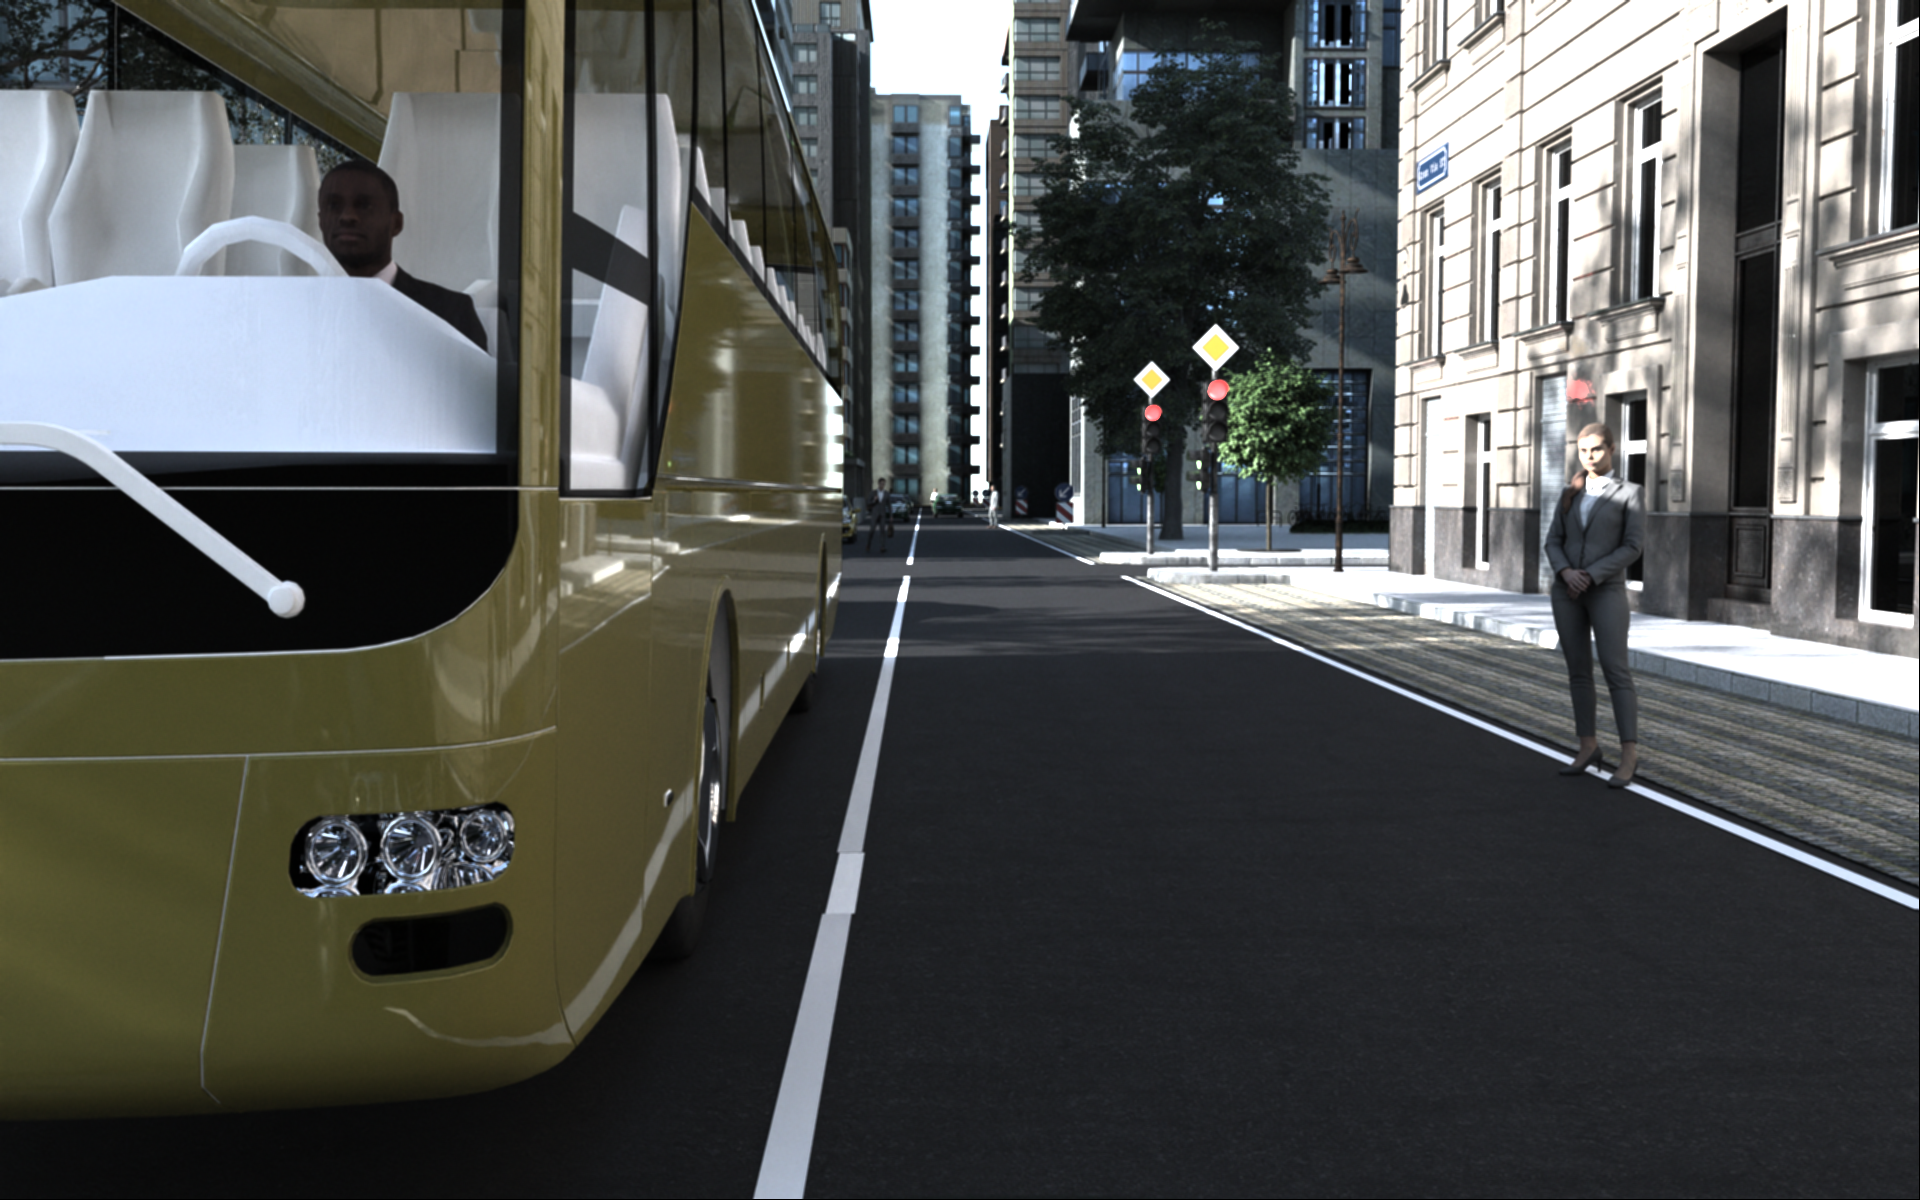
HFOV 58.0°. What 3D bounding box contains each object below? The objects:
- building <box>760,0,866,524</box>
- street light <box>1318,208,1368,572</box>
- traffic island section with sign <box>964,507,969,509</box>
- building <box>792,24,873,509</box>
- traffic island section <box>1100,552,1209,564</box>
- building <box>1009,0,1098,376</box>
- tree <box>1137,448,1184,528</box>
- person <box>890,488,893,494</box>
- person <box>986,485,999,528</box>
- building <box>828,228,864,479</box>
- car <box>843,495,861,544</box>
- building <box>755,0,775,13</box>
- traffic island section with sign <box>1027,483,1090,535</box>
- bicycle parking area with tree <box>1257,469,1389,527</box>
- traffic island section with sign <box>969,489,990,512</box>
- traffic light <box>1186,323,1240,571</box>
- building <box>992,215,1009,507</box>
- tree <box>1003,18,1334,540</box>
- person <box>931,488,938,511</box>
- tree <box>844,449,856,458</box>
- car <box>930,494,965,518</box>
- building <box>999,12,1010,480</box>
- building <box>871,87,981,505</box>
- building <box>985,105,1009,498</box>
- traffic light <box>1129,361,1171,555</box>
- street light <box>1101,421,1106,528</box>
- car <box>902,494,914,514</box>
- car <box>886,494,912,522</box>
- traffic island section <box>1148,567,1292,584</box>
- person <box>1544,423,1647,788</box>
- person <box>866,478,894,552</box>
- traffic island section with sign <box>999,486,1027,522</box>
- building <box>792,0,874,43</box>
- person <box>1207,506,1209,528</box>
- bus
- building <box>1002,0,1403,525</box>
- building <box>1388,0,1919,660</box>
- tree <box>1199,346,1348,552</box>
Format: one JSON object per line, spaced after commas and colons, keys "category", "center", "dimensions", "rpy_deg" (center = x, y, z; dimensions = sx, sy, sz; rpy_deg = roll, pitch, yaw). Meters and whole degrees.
{"category": "building", "center": [-21.114, -24.139, 86.546], "dimensions": [32.217, 40.220, 23.993], "rpy_deg": [0, 4, -1]}
{"category": "street light", "center": [6.234, -3.398, 28.343], "dimensions": [0.468, 5.910, 1.993], "rpy_deg": [0, 4, -1]}
{"category": "traffic island section with sign", "center": [1.366, -9.610, 165.755], "dimensions": [1.989, 1.847, 2.006], "rpy_deg": [0, 4, -1]}
{"category": "building", "center": [-14.770, -28.400, 147.940], "dimensions": [14.154, 41.232, 14.086], "rpy_deg": [0, 4, -1]}
{"category": "traffic island section", "center": [4.063, -0.886, 36.762], "dimensions": [2.009, 0.180, 2.903], "rpy_deg": [0, 4, -1]}
{"category": "building", "center": [11.175, -27.694, 136.387], "dimensions": [14.154, 41.232, 14.086], "rpy_deg": [0, 4, -1]}
{"category": "tree", "center": [7.461, -4.331, 65.412], "dimensions": [1.663, 3.219, 1.824], "rpy_deg": [0, 3, 0]}
{"category": "person", "center": [-4.845, -6.881, 121.013], "dimensions": [0.705, 1.824, 1.348], "rpy_deg": [-3, 4, -38]}
{"category": "person", "center": [1.427, -3.929, 72.847], "dimensions": [0.391, 1.810, 0.635], "rpy_deg": [-2, 4, -30]}
{"category": "building", "center": [-21.426, -17.229, 126.732], "dimensions": [27.650, 21.520, 28.899], "rpy_deg": [0, 4, -1]}
{"category": "car", "center": [-3.927, -2.513, 51.318], "dimensions": [2.015, 1.641, 3.980], "rpy_deg": [0, 4, -2]}
{"category": "building", "center": [-17.174, -26.307, 49.725], "dimensions": [23.786, 49.044, 30.456], "rpy_deg": [0, 4, -1]}
{"category": "traffic island section with sign", "center": [3.545, -3.240, 61.603], "dimensions": [1.989, 1.847, 2.006], "rpy_deg": [0, 4, -1]}
{"category": "bicycle parking area with tree", "center": [16.186, -4.892, 66.985], "dimensions": [8.231, 4.147, 9.016], "rpy_deg": [0, 4, -7]}
{"category": "traffic island section with sign", "center": [1.942, -7.943, 138.495], "dimensions": [1.989, 1.847, 2.006], "rpy_deg": [0, 4, -1]}
{"category": "traffic light", "center": [4.189, -2.431, 28.664], "dimensions": [0.839, 4.253, 0.868], "rpy_deg": [0, 4, -1]}
{"category": "building", "center": [10.316, -25.032, 180.968], "dimensions": [14.160, 30.474, 14.107], "rpy_deg": [0, 4, -1]}
{"category": "tree", "center": [5.970, -8.670, 48.410], "dimensions": [9.857, 13.997, 8.962], "rpy_deg": [0, 3, 0]}
{"category": "person", "center": [-1.559, -6.265, 111.166], "dimensions": [0.478, 1.798, 0.641], "rpy_deg": [3, 5, 42]}
{"category": "tree", "center": [-7.825, -7.547, 107.106], "dimensions": [4.285, 4.588, 4.351], "rpy_deg": [0, 3, 0]}
{"category": "car", "center": [-0.743, -5.797, 106.584], "dimensions": [2.131, 1.459, 4.920], "rpy_deg": [0, 4, -2]}
{"category": "building", "center": [14.909, -30.775, 157.798], "dimensions": [22.147, 44.769, 28.867], "rpy_deg": [0, 4, -1]}
{"category": "building", "center": [-12.883, -35.894, 206.469], "dimensions": [30.456, 49.044, 23.786], "rpy_deg": [0, 4, -1]}
{"category": "building", "center": [10.312, -33.797, 202.685], "dimensions": [14.200, 45.320, 14.600], "rpy_deg": [0, 4, -1]}
{"category": "traffic light", "center": [4.022, -2.919, 36.648], "dimensions": [0.839, 4.253, 0.868], "rpy_deg": [0, 4, -1]}
{"category": "street light", "center": [5.496, -5.709, 66.131], "dimensions": [0.468, 5.910, 1.993], "rpy_deg": [0, 4, -1]}
{"category": "car", "center": [-4.406, -7.064, 127.296], "dimensions": [2.131, 1.459, 4.920], "rpy_deg": [0, 4, 0]}
{"category": "car", "center": [-3.525, -4.740, 89.294], "dimensions": [2.131, 1.459, 4.920], "rpy_deg": [0, 4, -1]}
{"category": "traffic island section", "center": [4.230, -0.397, 28.779], "dimensions": [2.009, 0.180, 2.903], "rpy_deg": [0, 4, -1]}
{"category": "person", "center": [3.166, 0.005, 8.699], "dimensions": [0.520, 1.790, 0.573], "rpy_deg": [2, 4, 31]}
{"category": "person", "center": [-1.995, -2.101, 42.818], "dimensions": [0.622, 1.834, 0.822], "rpy_deg": [-1, 4, -23]}
{"category": "traffic island section with sign", "center": [2.989, -4.888, 88.552], "dimensions": [1.989, 1.847, 2.006], "rpy_deg": [0, 4, -1]}
{"category": "building", "center": [-22.662, -35.689, 172.747], "dimensions": [27.495, 52.752, 28.713], "rpy_deg": [0, 4, -1]}
{"category": "person", "center": [9.400, -3.313, 64.452], "dimensions": [0.306, 1.304, 0.590], "rpy_deg": [-1, 4, -20]}
{"category": "bus", "center": [-2.073, -1.039, 8.529], "dimensions": [2.896, 3.916, 12.252], "rpy_deg": [0, 4, -2]}
{"category": "building", "center": [13.999, -47.250, 85.204], "dimensions": [22.319, 86.520, 31.000], "rpy_deg": [0, 4, -1]}
{"category": "building", "center": [12.989, -13.372, 15.893], "dimensions": [12.463, 27.353, 25.104], "rpy_deg": [0, 4, -1]}
{"category": "tree", "center": [6.999, -3.363, 38.698], "dimensions": [4.285, 4.588, 4.351], "rpy_deg": [0, 3, 0]}
